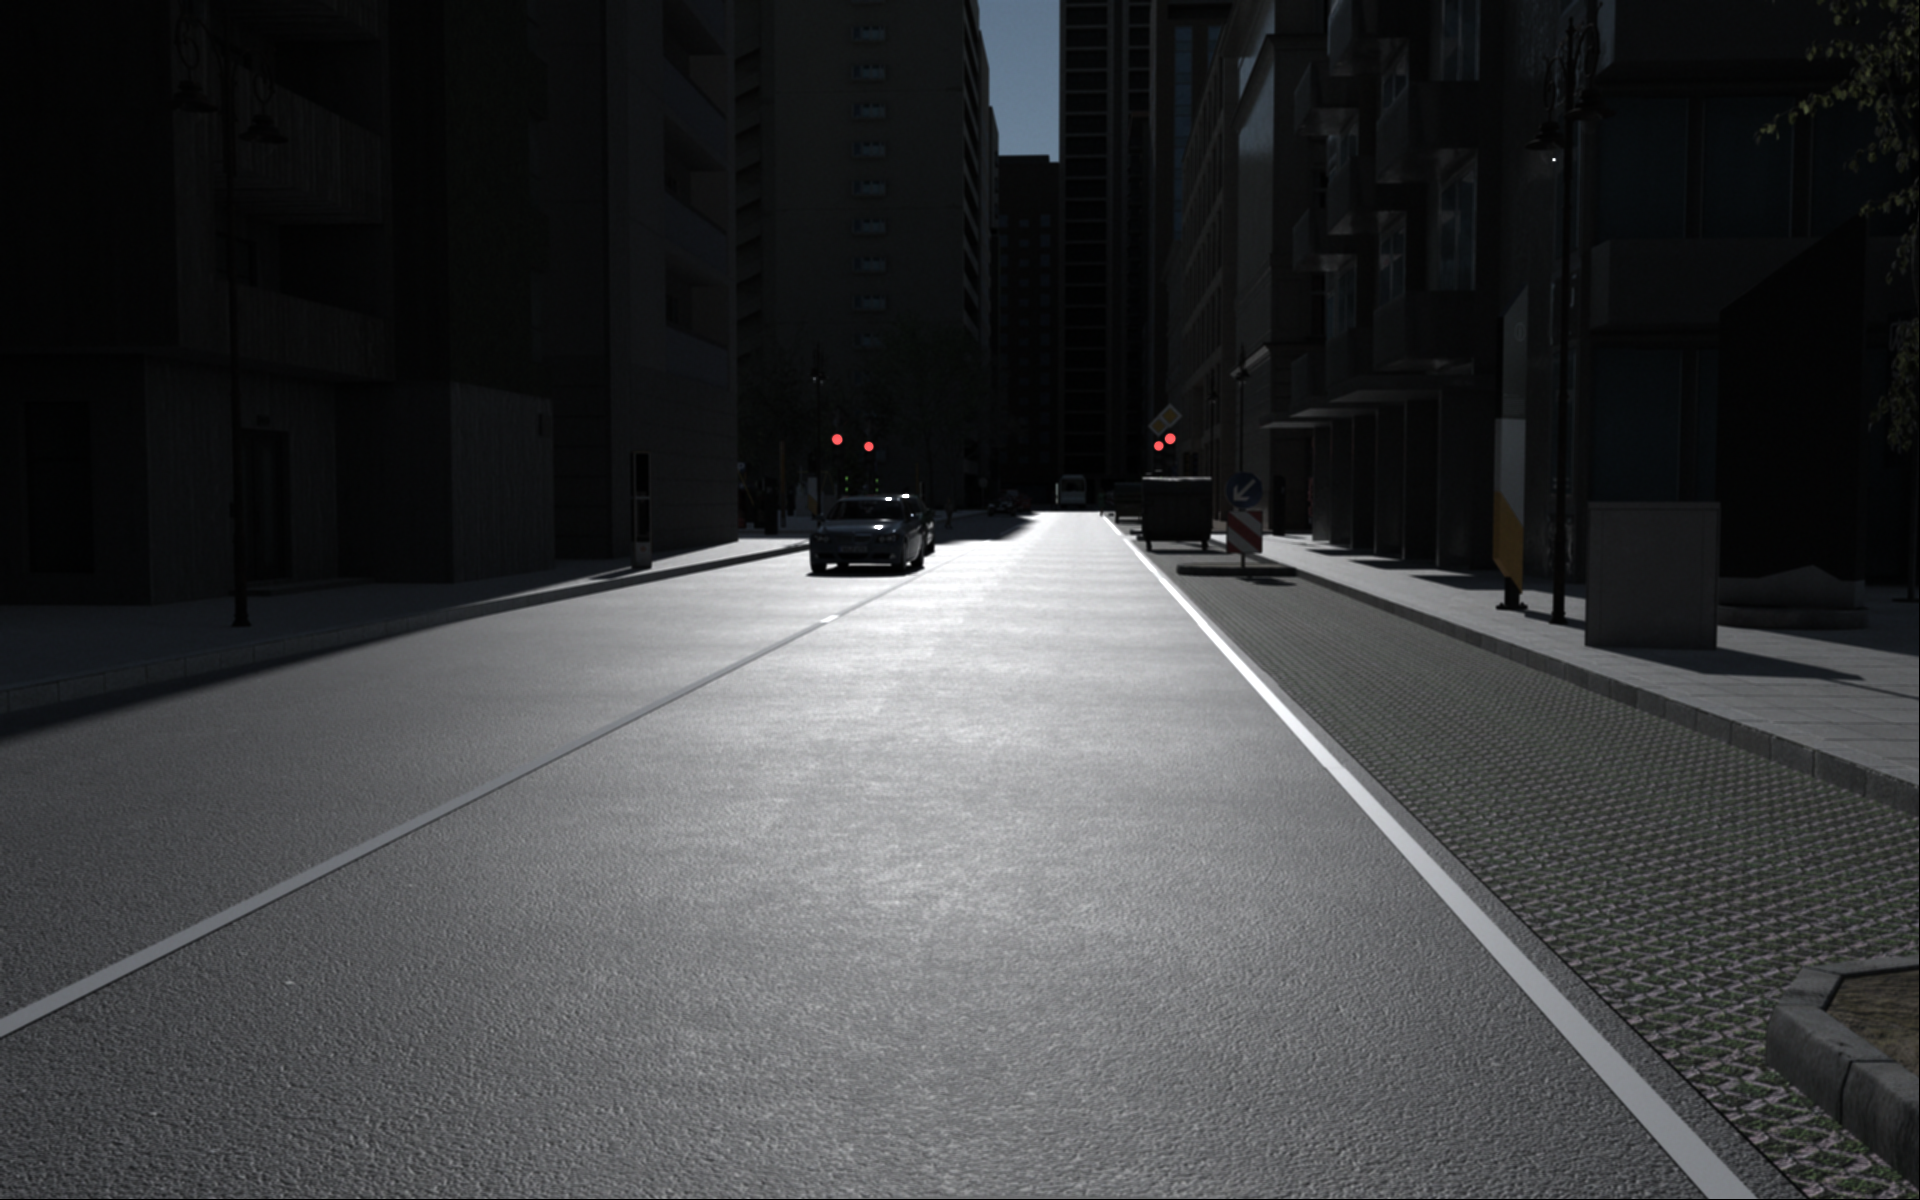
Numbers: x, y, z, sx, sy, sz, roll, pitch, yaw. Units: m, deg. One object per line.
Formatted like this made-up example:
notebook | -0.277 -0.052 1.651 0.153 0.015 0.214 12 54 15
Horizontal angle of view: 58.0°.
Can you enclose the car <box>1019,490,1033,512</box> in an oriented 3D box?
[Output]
car | 4.806 -8.021 140.191 2.155 1.783 4.494 0 4 2

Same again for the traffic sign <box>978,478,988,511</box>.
traffic sign | 1.781 -8.226 134.597 0.768 2.556 0.104 1 4 14

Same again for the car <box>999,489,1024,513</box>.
car | 3.805 -7.635 133.499 2.281 1.827 5.304 0 4 4

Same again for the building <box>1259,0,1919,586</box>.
building | 19.159 -25.424 35.299 23.786 49.044 30.456 0 4 4

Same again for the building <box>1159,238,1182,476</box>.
building | 20.659 -17.691 125.409 11.583 22.565 21.152 0 4 4

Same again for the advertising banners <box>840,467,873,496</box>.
advertising banners | -4.915 -5.158 80.514 2.074 3.025 0.090 2 4 31

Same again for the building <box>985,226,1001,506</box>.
building | -3.122 -25.018 180.741 14.160 30.474 14.107 0 4 4

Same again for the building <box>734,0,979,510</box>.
building | -9.622 -32.076 148.144 21.300 48.544 21.600 0 4 4

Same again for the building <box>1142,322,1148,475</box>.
building | 31.968 -19.704 167.203 27.650 21.520 28.899 0 4 4

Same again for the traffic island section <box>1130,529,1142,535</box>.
traffic island section | 7.059 -2.405 61.595 2.009 0.180 2.903 0 4 4

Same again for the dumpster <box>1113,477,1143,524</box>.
dumpster | 8.412 -4.830 83.922 1.985 2.255 1.502 0 4 3

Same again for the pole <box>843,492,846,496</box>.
pole | -5.714 -5.607 85.525 0.158 3.312 0.155 0 3 0

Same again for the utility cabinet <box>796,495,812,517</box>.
utility cabinet | -8.769 -5.294 97.726 1.020 1.237 0.306 1 4 22

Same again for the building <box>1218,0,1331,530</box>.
building | 25.803 -14.343 67.797 30.059 22.955 16.112 0 4 4

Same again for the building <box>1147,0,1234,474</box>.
building | 23.027 -30.302 145.545 14.600 45.320 14.200 0 4 4

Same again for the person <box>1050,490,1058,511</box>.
person | 7.958 -8.363 145.685 0.683 1.767 0.568 -3 5 -39

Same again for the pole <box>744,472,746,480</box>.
pole | -15.932 -8.236 128.508 0.158 3.312 0.155 0 3 0

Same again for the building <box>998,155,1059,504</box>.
building | 5.955 -35.360 228.251 14.200 45.320 14.600 0 4 4

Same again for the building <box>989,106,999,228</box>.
building | -6.545 -35.365 201.914 21.600 48.544 21.300 0 4 4

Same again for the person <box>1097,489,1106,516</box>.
person | 9.264 -6.403 113.442 0.600 1.795 0.529 1 4 13

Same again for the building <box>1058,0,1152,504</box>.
building | 23.503 -48.355 228.862 20.611 71.187 20.563 0 4 4

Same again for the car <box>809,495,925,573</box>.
car | -1.712 -1.295 33.178 2.014 1.417 4.499 0 4 5

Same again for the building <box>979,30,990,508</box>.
building | -4.502 -31.551 165.977 14.600 45.320 14.200 0 4 4

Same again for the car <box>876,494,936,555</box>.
car | -1.622 -1.882 42.568 2.131 1.459 4.920 0 4 3

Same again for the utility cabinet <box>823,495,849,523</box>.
utility cabinet | -5.131 -3.699 71.638 1.020 1.237 0.306 0 4 2

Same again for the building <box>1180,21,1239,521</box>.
building | 23.086 -17.917 97.451 19.350 26.468 34.151 0 4 4

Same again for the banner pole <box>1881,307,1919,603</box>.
banner pole | 11.314 -1.880 20.756 0.401 3.779 0.863 0 4 -5

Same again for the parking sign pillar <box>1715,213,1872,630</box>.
parking sign pillar | 8.129 -1.740 16.917 1.447 3.967 1.447 3 5 39

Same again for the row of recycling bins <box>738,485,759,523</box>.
row of recycling bins | -10.571 -4.378 78.696 3.534 1.692 1.069 2 4 31

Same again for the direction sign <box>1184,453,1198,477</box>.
direction sign | 12.599 -6.277 94.627 0.876 3.537 0.379 -2 4 -24

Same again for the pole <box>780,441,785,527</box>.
pole | -6.810 -4.448 66.562 0.158 3.312 0.155 0 3 0

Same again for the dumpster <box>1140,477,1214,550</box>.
dumpster | 5.536 -2.209 44.330 1.865 1.857 1.264 0 4 5

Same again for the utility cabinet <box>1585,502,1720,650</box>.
utility cabinet | 5.797 -0.205 14.509 1.020 1.237 0.306 2 4 24

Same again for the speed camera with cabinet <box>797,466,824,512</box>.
speed camera with cabinet | -10.652 -7.900 123.504 2.038 3.252 0.660 2 4 29

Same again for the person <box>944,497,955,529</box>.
person | -0.429 -3.552 70.848 0.475 1.303 0.640 -3 5 -41

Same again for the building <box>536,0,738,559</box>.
building | -20.308 -30.570 41.815 28.212 58.520 21.231 0 4 4

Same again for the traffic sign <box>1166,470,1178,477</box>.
traffic sign | 10.555 -5.312 86.959 0.768 2.556 0.104 1 4 10

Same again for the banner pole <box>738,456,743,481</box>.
banner pole | -14.556 -7.640 114.923 0.401 3.779 0.863 1 4 22

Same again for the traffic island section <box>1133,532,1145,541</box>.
traffic island section | 6.494 -1.917 53.630 2.009 0.180 2.903 0 4 4

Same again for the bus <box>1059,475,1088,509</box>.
bus | 11.376 -10.934 173.625 2.948 3.499 13.247 0 4 4

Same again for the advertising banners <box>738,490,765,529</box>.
advertising banners | -8.158 -4.167 64.317 2.074 3.025 0.090 -1 4 -14

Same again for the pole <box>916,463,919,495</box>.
pole | -2.784 -7.283 112.928 0.158 3.312 0.155 0 3 0

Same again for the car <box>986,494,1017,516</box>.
car | 2.715 -6.258 112.110 2.009 1.686 4.222 0 4 4

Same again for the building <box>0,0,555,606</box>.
building | -14.394 -15.325 22.269 14.160 30.474 14.107 0 4 4

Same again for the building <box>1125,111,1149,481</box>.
building | 29.936 -33.083 195.538 22.147 44.769 28.867 0 4 4
